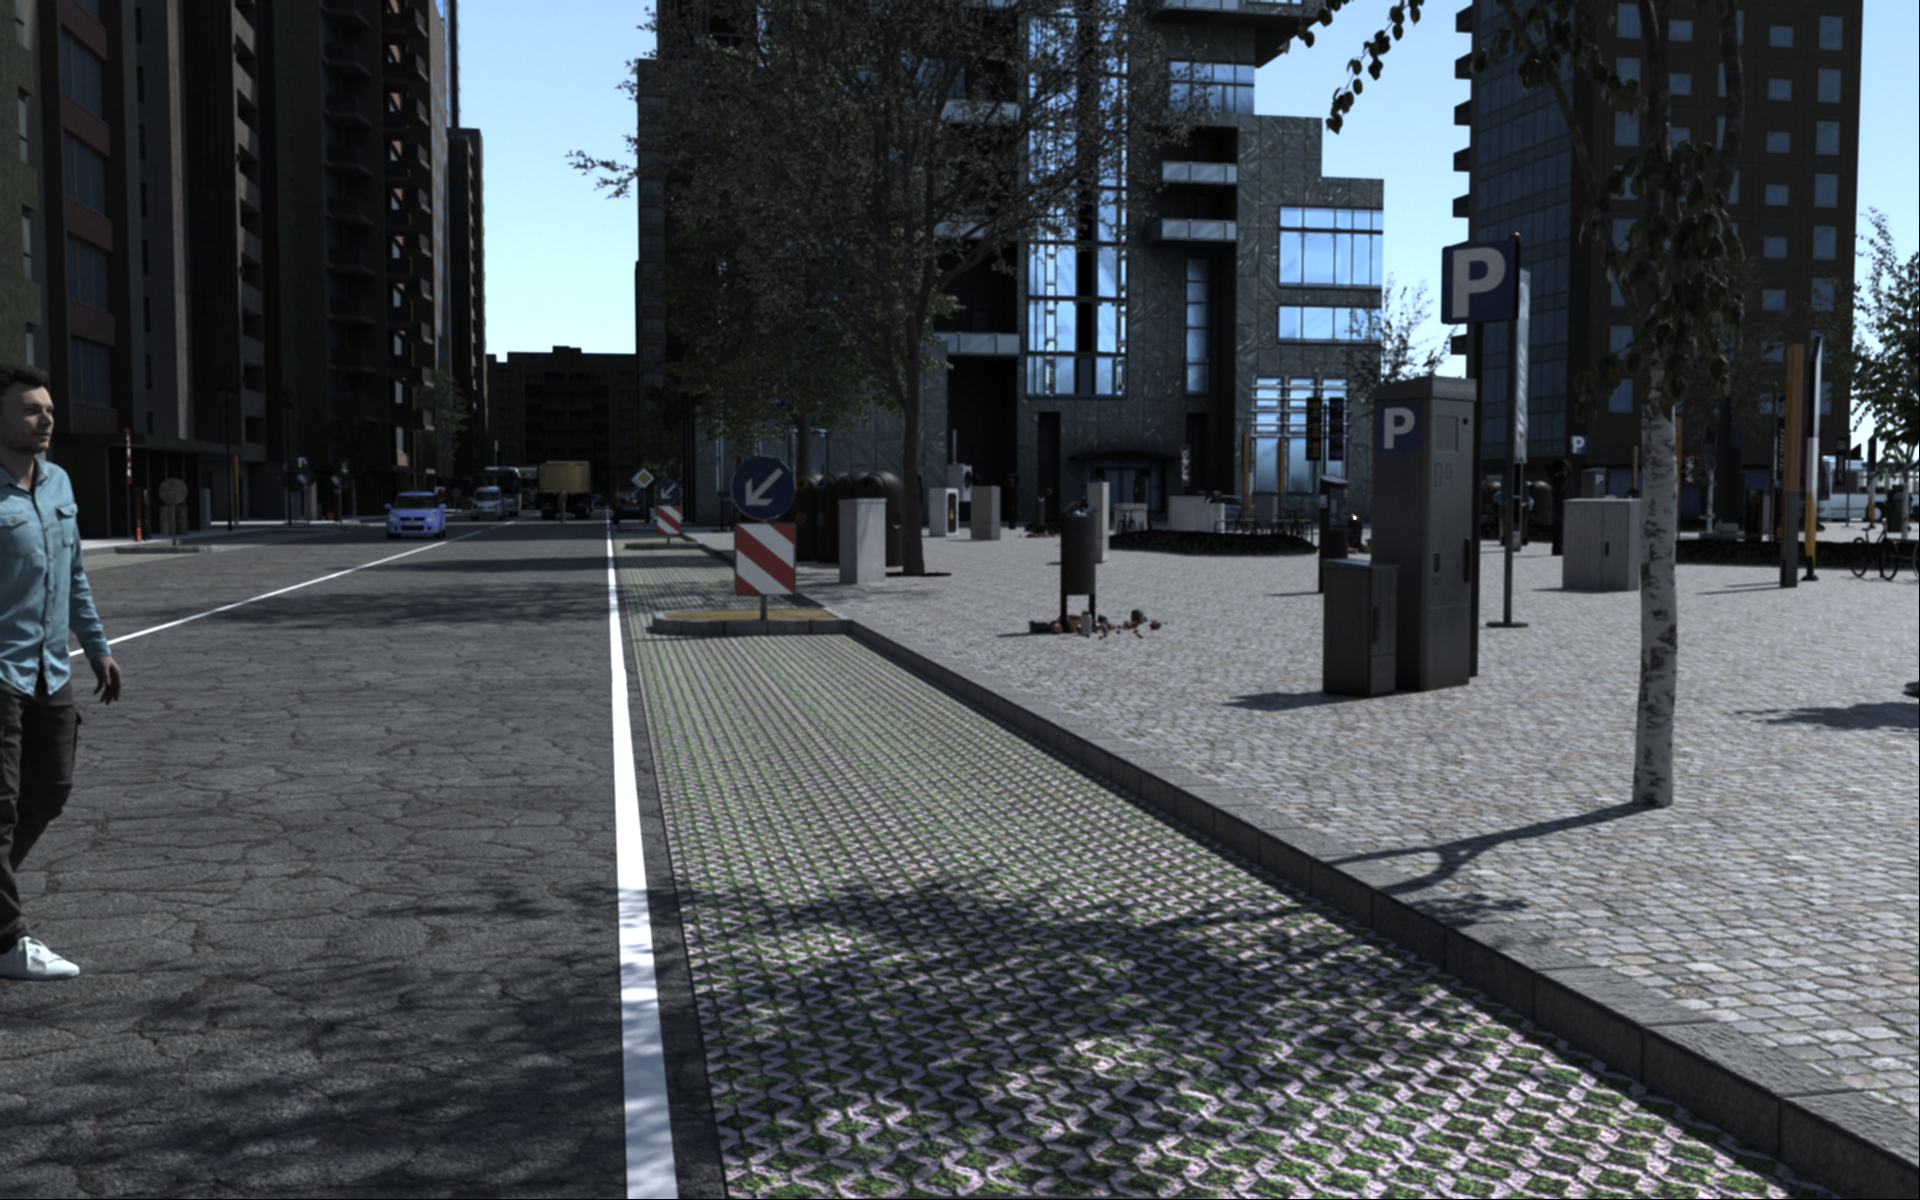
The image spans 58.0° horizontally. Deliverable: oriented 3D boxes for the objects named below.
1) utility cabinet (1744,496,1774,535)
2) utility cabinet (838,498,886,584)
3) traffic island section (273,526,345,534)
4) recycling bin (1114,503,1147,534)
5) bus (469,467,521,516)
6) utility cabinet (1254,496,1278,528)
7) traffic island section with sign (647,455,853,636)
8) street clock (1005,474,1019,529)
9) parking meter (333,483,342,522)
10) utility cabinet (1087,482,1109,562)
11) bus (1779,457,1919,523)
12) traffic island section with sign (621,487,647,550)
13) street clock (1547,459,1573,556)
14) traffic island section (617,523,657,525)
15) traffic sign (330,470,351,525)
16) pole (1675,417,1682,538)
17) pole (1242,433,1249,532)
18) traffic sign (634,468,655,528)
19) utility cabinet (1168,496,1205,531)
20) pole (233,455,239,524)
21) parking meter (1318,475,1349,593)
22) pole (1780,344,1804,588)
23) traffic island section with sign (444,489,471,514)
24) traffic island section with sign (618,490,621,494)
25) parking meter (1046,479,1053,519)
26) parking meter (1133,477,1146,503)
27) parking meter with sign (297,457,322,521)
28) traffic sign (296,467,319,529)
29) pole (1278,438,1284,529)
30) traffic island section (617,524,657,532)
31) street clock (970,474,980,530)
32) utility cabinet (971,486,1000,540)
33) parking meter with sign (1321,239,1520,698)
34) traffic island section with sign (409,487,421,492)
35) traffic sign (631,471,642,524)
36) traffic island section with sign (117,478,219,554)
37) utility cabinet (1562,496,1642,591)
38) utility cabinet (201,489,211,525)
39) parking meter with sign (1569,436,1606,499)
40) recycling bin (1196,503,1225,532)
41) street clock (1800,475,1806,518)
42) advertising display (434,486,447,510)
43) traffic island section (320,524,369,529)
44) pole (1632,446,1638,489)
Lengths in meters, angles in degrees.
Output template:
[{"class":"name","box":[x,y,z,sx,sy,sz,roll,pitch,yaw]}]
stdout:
[{"class":"utility cabinet","box":[25.508,-2.683,55.030,1.020,1.237,0.306,3,5,44]},{"class":"utility cabinet","box":[-1.414,-0.850,25.053,0.306,1.237,1.020,1,4,22]},{"class":"traffic island section","box":[-23.953,-2.531,63.659,2.009,0.180,2.903,-1,4,-12]},{"class":"recycling bin","box":[4.662,-2.131,47.400,0.722,1.027,0.722,-1,4,-12]},{"class":"bus","box":[-30.634,-7.332,114.740,2.948,3.499,13.247,-1,4,-12]},{"class":"utility cabinet","box":[11.744,-3.385,66.510,0.306,1.237,1.020,-2,4,-35]},{"class":"traffic island section with sign","box":[-2.246,-0.592,18.313,1.989,1.847,2.006,-1,4,-12]},{"class":"street clock","box":[1.899,-3.571,62.963,0.471,2.002,0.358,-3,4,-38]},{"class":"parking meter","box":[-28.894,-4.567,80.383,0.255,1.863,0.399,0,4,5]},{"class":"utility cabinet","box":[2.587,-1.464,32.611,0.318,1.500,1.173,1,4,11]},{"class":"bus","box":[44.704,-5.300,81.516,13.247,3.499,2.948,-1,4,-12]},{"class":"traffic island section with sign","box":[-7.766,-2.245,45.337,1.989,1.847,2.006,-1,4,-12]},{"class":"street clock","box":[12.506,-1.932,36.165,0.471,2.002,0.358,3,5,44]},{"class":"traffic island section","box":[-13.606,-3.158,73.911,2.009,0.180,2.903,-1,4,-12]},{"class":"traffic sign","box":[-25.531,-4.146,71.426,0.795,2.450,0.064,-1,4,-12]},{"class":"pole","box":[19.042,-3.188,45.974,0.158,3.312,0.155,0,3,0]},{"class":"pole","box":[9.540,-3.912,57.808,0.158,3.312,0.155,0,3,0]},{"class":"traffic sign","box":[-12.029,-3.814,66.005,0.795,2.450,0.064,-1,4,-12]},{"class":"utility cabinet","box":[6.512,-2.363,49.797,1.020,1.237,0.306,0,4,-7]},{"class":"pole","box":[-31.030,-4.914,74.183,0.158,3.312,0.155,0,3,0]},{"class":"parking meter","box":[4.877,-0.868,22.607,0.372,1.533,0.369,0,3,0]},{"class":"pole","box":[11.407,-1.829,23.749,0.158,3.312,0.155,0,3,0]},{"class":"traffic island section with sign","box":[-35.815,-7.011,123.262,1.989,1.847,2.006,-1,4,-12]},{"class":"traffic island section with sign","box":[-24.100,-7.135,125.278,1.989,1.847,2.006,-1,4,-12]},{"class":"parking meter","box":[3.534,-3.844,68.560,0.255,1.863,0.399,0,4,0]},{"class":"parking meter","box":[6.093,-3.249,58.830,0.255,1.863,0.399,-2,4,-33]},{"class":"parking meter with sign","box":[-30.850,-5.259,82.251,0.543,3.016,1.738,0,4,1]},{"class":"traffic sign","box":[-23.932,-3.667,63.602,0.795,2.450,0.064,-1,4,-12]},{"class":"pole","box":[11.687,-4.234,63.062,0.158,3.312,0.155,0,3,0]},{"class":"traffic island section","box":[-12.007,-2.679,66.087,2.009,0.180,2.903,-1,4,-12]},{"class":"street clock","box":[0.460,-3.472,61.339,0.471,2.002,0.358,1,4,14]},{"class":"utility cabinet","box":[0.717,-2.419,48.223,0.318,1.500,1.173,-2,4,-29]},{"class":"parking meter with sign","box":[3.050,-0.933,11.512,0.543,3.016,1.738,3,5,43]},{"class":"traffic island section with sign","box":[-30.326,-5.369,96.412,1.989,1.847,2.006,-1,4,-12]},{"class":"traffic sign","box":[-13.627,-4.293,73.829,0.795,2.450,0.064,-1,4,-12]},{"class":"traffic island section with sign","box":[-19.251,-2.057,42.253,1.989,1.847,2.006,-1,4,-12]},{"class":"utility cabinet","box":[8.626,-0.743,23.316,0.306,1.237,1.020,-2,4,-34]},{"class":"utility cabinet","box":[-31.225,-3.799,70.784,1.173,1.500,0.318,1,4,13]},{"class":"parking meter with sign","box":[18.610,-3.345,50.959,0.543,3.016,1.738,-1,4,-12]},{"class":"recycling bin","box":[6.971,-2.182,48.230,0.722,1.027,0.722,1,4,15]},{"class":"street clock","box":[31.429,-3.655,64.334,0.471,2.002,0.358,-2,4,-33]},{"class":"advertising display","box":[-43.042,-8.457,143.493,0.974,1.923,0.123,0,4,-6]},{"class":"traffic island section","box":[-25.552,-3.009,71.483,2.009,0.180,2.903,-1,4,-12]},{"class":"pole","box":[28.662,-4.879,73.614,0.158,3.312,0.155,0,3,0]}]
